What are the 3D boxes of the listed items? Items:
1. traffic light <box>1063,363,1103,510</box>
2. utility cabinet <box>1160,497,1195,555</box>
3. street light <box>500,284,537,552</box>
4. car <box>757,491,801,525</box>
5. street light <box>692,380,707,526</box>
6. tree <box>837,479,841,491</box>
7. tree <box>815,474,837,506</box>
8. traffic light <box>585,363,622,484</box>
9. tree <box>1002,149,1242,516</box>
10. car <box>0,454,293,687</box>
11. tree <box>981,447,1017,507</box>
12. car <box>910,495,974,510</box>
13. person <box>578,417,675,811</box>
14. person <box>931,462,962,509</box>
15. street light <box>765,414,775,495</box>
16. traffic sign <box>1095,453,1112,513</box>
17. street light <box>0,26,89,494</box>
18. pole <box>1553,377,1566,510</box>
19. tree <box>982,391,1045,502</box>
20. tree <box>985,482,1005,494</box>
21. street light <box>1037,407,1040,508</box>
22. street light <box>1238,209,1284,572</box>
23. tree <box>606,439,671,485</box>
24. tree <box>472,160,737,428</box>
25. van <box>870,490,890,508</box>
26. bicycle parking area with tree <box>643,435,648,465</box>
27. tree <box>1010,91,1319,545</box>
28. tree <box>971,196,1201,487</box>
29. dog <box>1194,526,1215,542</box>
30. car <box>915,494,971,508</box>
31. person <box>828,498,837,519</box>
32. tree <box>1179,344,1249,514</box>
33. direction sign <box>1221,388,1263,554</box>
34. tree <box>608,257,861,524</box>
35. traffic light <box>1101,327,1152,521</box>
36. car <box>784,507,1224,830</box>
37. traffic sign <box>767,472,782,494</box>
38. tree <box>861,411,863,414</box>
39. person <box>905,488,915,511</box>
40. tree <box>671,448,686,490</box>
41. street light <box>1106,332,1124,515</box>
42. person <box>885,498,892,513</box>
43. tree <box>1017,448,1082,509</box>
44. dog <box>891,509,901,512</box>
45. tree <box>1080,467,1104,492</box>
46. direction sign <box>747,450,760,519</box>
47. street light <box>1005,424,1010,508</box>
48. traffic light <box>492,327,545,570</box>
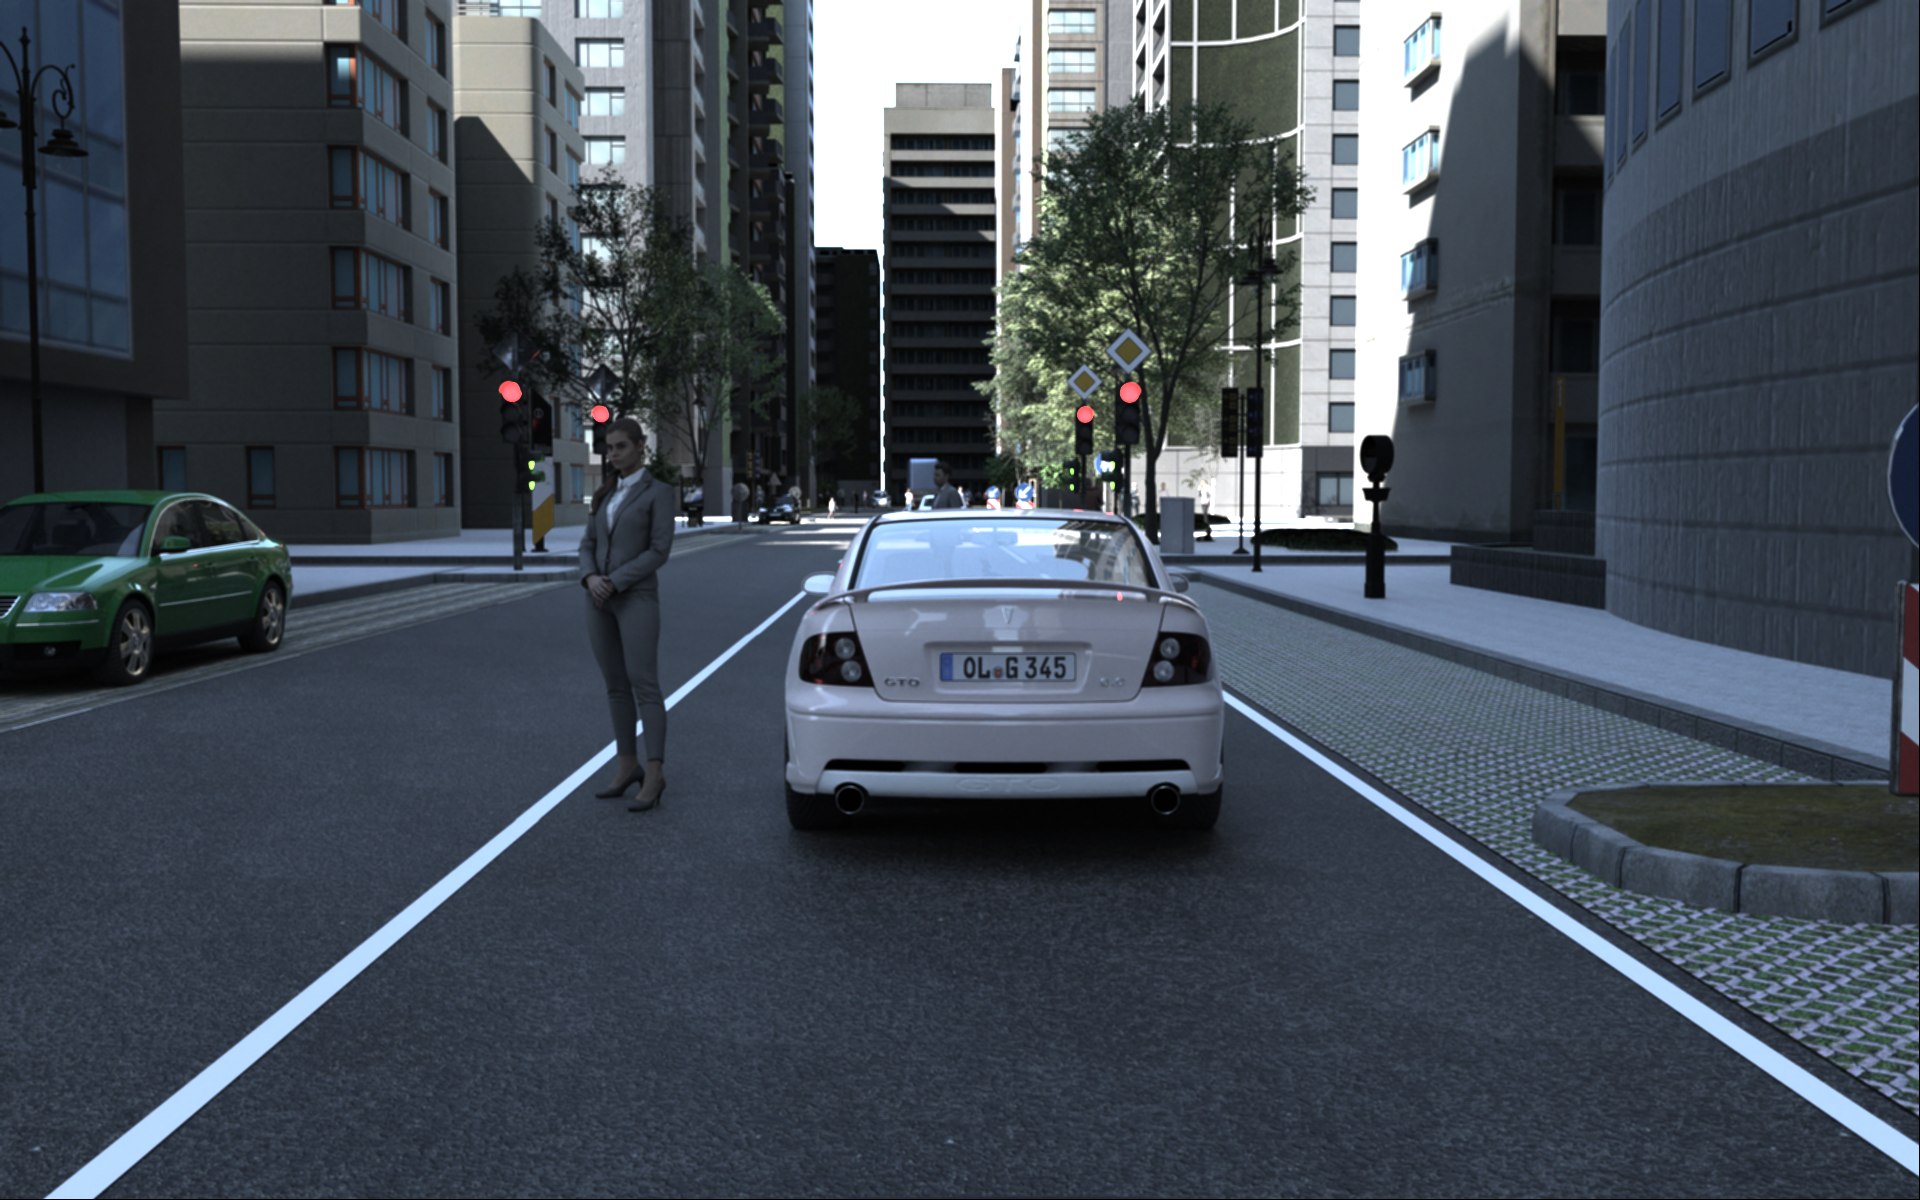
[{"bbox_3d":[2.651,-2.960,37.324,0.839,4.253,0.868,0,4,-1],"label":"traffic light"},{"bbox_3d":[4.664,-1.592,37.183,0.306,1.237,1.020,-1,4,-23],"label":"utility cabinet"},{"bbox_3d":[-9.741,-4.011,38.368,0.468,5.910,1.993,0,4,-1],"label":"street light"},{"bbox_3d":[-8.474,-4.374,81.304,2.009,1.686,4.222,0,4,0],"label":"car"},{"bbox_3d":[-10.368,-5.885,69.008,0.468,5.910,1.993,0,4,-1],"label":"street light"},{"bbox_3d":[-13.767,-11.920,189.489,1.663,3.219,1.824,0,3,0],"label":"tree"},{"bbox_3d":[-13.376,-10.589,167.734,1.663,3.219,1.824,0,3,0],"label":"tree"},{"bbox_3d":[-7.607,-2.946,37.089,0.839,4.253,0.868,0,4,-1],"label":"traffic light"},{"bbox_3d":[5.282,-8.461,56.463,7.486,12.596,7.792,0,3,0],"label":"tree"},{"bbox_3d":[-7.037,-0.332,14.220,1.959,1.807,4.718,0,4,-1],"label":"car"},{"bbox_3d":[3.107,-8.064,115.566,4.285,4.588,4.351,0,3,0],"label":"tree"},{"bbox_3d":[-0.521,-2.513,53.085,2.014,1.417,4.499,0,4,-1],"label":"car"},{"bbox_3d":[-1.590,0.044,8.058,0.520,1.790,0.573,1,4,13],"label":"person"},{"bbox_3d":[-0.261,-0.685,19.902,0.583,1.804,0.606,-2,4,-28],"label":"person"},{"bbox_3d":[-10.999,-7.794,100.221,0.468,5.910,1.993,0,4,-1],"label":"street light"},{"bbox_3d":[4.330,-3.104,50.855,0.768,2.556,0.104,0,4,2],"label":"traffic sign"},{"bbox_3d":[-9.250,-2.723,17.302,0.468,5.910,1.993,0,4,-1],"label":"street light"},{"bbox_3d":[10.452,-2.225,30.229,0.158,3.312,0.155,0,3,0],"label":"pole"},{"bbox_3d":[3.421,-9.159,100.115,4.360,8.622,3.978,0,3,0],"label":"tree"},{"bbox_3d":[3.059,-9.051,142.589,1.663,3.219,1.824,0,3,0],"label":"tree"},{"bbox_3d":[3.659,-6.592,80.563,0.468,5.910,1.993,0,4,-1],"label":"street light"},{"bbox_3d":[4.912,-3.406,28.468,0.468,5.910,1.993,0,4,-1],"label":"street light"},{"bbox_3d":[-10.759,-3.775,56.316,1.663,3.219,1.824,0,3,0],"label":"tree"},{"bbox_3d":[-10.111,-7.032,49.382,8.767,10.594,7.601,1,4,8],"label":"tree"},{"bbox_3d":[-8.074,-10.293,175.305,2.013,2.044,4.112,0,4,-3],"label":"van"},{"bbox_3d":[-17.920,-5.933,84.013,8.231,4.147,9.016,0,4,5],"label":"bicycle parking area with tree"},{"bbox_3d":[4.980,-7.219,43.780,9.928,11.665,9.643,0,3,0],"label":"tree"},{"bbox_3d":[5.082,-9.991,70.016,9.857,13.997,8.962,0,3,0],"label":"tree"},{"bbox_3d":[6.527,-1.766,46.604,0.748,0.427,0.550,1,4,8],"label":"dog"},{"bbox_3d":[-0.577,-3.160,61.449,2.009,1.686,4.222,0,4,-2],"label":"car"},{"bbox_3d":[-7.205,-5.176,98.138,0.505,1.210,0.382,-1,4,-15],"label":"person"},{"bbox_3d":[12.492,-8.255,85.325,4.360,8.622,3.978,0,3,0],"label":"tree"},{"bbox_3d":[6.013,-2.749,36.946,0.876,3.537,0.379,0,4,2],"label":"direction sign"},{"bbox_3d":[-11.120,-9.068,74.012,9.928,11.665,9.643,0,3,0],"label":"tree"},{"bbox_3d":[2.822,-2.472,29.341,0.839,4.253,0.868,0,4,-1],"label":"traffic light"},{"bbox_3d":[0.189,0.219,8.782,2.083,1.381,4.827,0,4,0],"label":"car"},{"bbox_3d":[-10.983,-6.270,102.513,0.884,2.594,0.081,0,3,0],"label":"traffic sign"},{"bbox_3d":[-13.102,-14.370,160.698,9.928,11.665,9.643,0,3,0],"label":"tree"},{"bbox_3d":[-2.873,-5.501,99.032,0.593,1.750,0.643,2,4,23],"label":"person"},{"bbox_3d":[-10.578,-4.075,61.222,1.663,3.219,1.824,0,3,0],"label":"tree"},{"bbox_3d":[4.470,-4.697,49.589,0.468,5.910,1.993,0,4,-1],"label":"street light"},{"bbox_3d":[-4.420,-5.692,106.584,0.505,1.210,0.382,3,4,37],"label":"person"},{"bbox_3d":[6.374,-7.718,109.901,4.285,4.588,4.351,0,3,0],"label":"tree"},{"bbox_3d":[-3.900,-5.273,105.507,0.540,0.507,0.406,-2,4,-35],"label":"dog"},{"bbox_3d":[7.291,-6.383,98.968,1.663,3.219,1.824,0,3,0],"label":"tree"},{"bbox_3d":[-10.680,-5.968,89.574,0.379,3.537,0.876,3,5,41],"label":"direction sign"},{"bbox_3d":[3.160,-8.508,111.890,0.468,5.910,1.993,0,4,-1],"label":"street light"},{"bbox_3d":[-7.437,-2.458,29.106,0.839,4.253,0.868,0,4,-1],"label":"traffic light"}]
